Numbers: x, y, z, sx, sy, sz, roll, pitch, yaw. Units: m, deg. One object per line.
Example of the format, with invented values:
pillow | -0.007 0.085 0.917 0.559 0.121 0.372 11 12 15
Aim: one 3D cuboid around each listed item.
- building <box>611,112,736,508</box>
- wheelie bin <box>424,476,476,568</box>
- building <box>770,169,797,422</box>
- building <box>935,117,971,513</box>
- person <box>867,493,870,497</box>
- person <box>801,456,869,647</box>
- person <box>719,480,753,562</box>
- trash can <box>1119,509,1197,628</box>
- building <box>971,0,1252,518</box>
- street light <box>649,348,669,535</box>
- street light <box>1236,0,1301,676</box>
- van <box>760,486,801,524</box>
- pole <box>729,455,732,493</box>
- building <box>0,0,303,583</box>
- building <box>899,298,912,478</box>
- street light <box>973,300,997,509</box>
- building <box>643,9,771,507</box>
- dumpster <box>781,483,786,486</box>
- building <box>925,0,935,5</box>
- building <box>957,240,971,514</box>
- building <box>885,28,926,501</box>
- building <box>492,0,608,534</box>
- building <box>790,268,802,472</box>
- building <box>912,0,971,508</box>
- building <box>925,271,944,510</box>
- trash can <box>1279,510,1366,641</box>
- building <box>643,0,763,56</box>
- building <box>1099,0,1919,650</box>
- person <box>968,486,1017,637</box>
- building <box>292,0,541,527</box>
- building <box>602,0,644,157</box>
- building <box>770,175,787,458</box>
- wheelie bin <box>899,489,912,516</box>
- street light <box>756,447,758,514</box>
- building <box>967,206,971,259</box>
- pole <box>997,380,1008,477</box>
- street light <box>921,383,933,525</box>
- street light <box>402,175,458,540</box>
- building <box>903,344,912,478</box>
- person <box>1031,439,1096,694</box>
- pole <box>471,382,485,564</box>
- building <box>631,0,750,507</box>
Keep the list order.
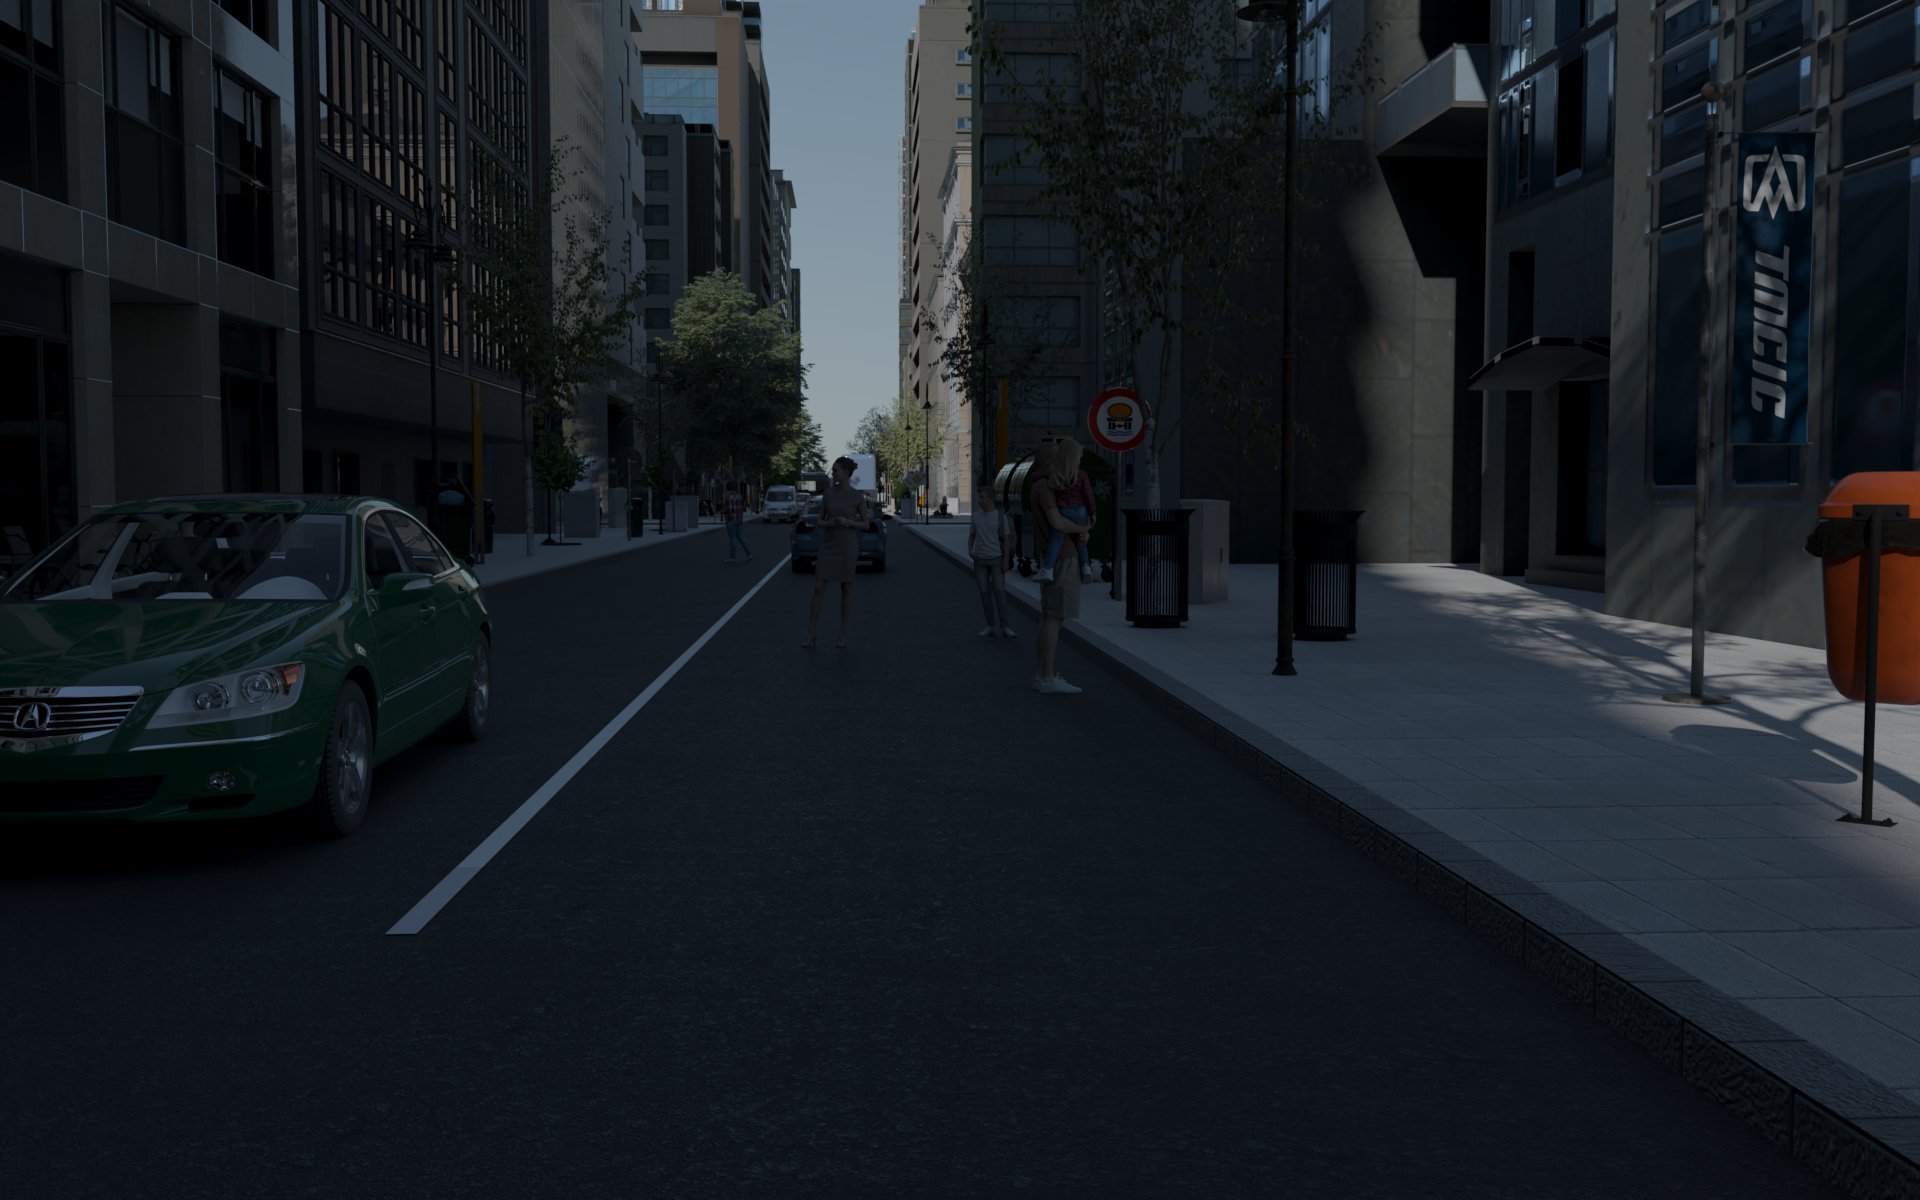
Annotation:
building | -24.986 -22.210 134.831 14.160 30.474 14.107 0 4 -4
wheelie bin | -8.731 -1.331 29.670 0.693 1.594 0.980 -3 5 -42
building | -41.294 -42.424 282.871 28.713 52.752 27.495 0 4 -4
building | 5.446 -20.816 126.241 13.634 28.700 20.117 0 4 -4
person | -5.255 -5.339 98.393 0.503 1.515 0.523 3 5 39
person | -1.170 -0.451 16.214 0.599 1.781 0.374 1 4 14
person | -4.734 -1.662 36.514 0.643 1.720 0.563 2 4 28
trash can | 1.906 -0.310 16.728 0.748 1.137 0.748 0 3 0
building | 7.286 -23.088 61.083 14.154 41.232 14.086 0 4 -4
street light | -9.491 -5.016 54.802 0.468 5.910 1.993 0 4 -4
street light | 2.307 -2.406 12.128 0.468 5.910 1.993 0 4 -4
van | -8.835 -4.800 85.490 2.013 2.044 4.112 0 4 -3
pole | -12.099 -5.969 91.435 0.158 3.312 0.155 0 3 0
building | -19.522 -12.611 10.705 19.350 26.468 34.151 0 4 -4
building | -2.010 -29.573 255.220 14.160 30.474 14.107 0 4 -4
street light | 0.587 -4.195 41.371 0.468 5.910 1.993 0 4 -4
building | -30.659 -33.927 178.404 21.300 48.544 21.600 0 4 -4
dumpster | -15.108 -8.737 145.339 1.502 2.255 1.985 0 4 -3
building | 4.664 -45.841 187.749 20.563 71.187 20.611 0 4 -4
building | 5.654 -14.815 106.845 10.561 19.102 19.286 0 4 -4
building | -1.557 -60.228 297.406 22.319 86.520 31.000 0 4 -4
building | -23.271 -14.818 60.305 19.932 24.808 12.078 0 4 -4
building | -35.168 -37.985 304.651 14.154 41.232 14.086 0 4 -4
building | 6.348 -33.256 167.438 21.300 48.544 21.600 0 4 -4
building | 2.297 -18.124 145.476 9.793 20.994 18.267 0 4 -4
trash can | 3.189 -0.222 15.279 0.748 1.137 0.748 0 3 0
building | -32.949 -54.485 203.497 22.319 86.520 31.000 0 4 -4
building | 15.461 -43.553 24.772 22.319 86.520 31.000 0 4 -4
person | 0.342 -0.389 17.460 0.503 1.515 0.523 -1 4 -10
building | -18.959 -15.063 39.782 14.314 27.812 24.014 0 4 -4
building | -32.508 -31.047 96.858 28.713 52.752 27.495 0 4 -4
building | -36.902 -38.810 254.152 23.786 49.044 30.456 0 4 -4
wheelie bin | -3.074 -5.538 98.450 0.693 1.594 0.980 -1 4 -19
street light | -12.867 -8.377 109.751 0.468 5.910 1.993 0 4 -4
building | 12.749 -15.142 89.367 24.055 21.916 13.314 0 4 -4
pole | 0.764 -2.281 31.132 0.158 3.312 0.155 0 3 0
street light | -1.348 -6.012 71.078 0.468 5.910 1.993 0 4 -4
street light | -7.775 -3.228 25.559 0.468 5.910 1.993 0 4 -4
building | 7.187 -22.577 214.175 27.650 21.520 28.899 0 4 -4
person | 0.716 -0.250 12.556 0.580 1.828 0.573 3 5 42
pole | -8.797 -2.309 31.588 0.158 3.312 0.155 0 3 0
building | -26.831 -31.216 160.493 14.600 45.320 14.200 0 4 -4
